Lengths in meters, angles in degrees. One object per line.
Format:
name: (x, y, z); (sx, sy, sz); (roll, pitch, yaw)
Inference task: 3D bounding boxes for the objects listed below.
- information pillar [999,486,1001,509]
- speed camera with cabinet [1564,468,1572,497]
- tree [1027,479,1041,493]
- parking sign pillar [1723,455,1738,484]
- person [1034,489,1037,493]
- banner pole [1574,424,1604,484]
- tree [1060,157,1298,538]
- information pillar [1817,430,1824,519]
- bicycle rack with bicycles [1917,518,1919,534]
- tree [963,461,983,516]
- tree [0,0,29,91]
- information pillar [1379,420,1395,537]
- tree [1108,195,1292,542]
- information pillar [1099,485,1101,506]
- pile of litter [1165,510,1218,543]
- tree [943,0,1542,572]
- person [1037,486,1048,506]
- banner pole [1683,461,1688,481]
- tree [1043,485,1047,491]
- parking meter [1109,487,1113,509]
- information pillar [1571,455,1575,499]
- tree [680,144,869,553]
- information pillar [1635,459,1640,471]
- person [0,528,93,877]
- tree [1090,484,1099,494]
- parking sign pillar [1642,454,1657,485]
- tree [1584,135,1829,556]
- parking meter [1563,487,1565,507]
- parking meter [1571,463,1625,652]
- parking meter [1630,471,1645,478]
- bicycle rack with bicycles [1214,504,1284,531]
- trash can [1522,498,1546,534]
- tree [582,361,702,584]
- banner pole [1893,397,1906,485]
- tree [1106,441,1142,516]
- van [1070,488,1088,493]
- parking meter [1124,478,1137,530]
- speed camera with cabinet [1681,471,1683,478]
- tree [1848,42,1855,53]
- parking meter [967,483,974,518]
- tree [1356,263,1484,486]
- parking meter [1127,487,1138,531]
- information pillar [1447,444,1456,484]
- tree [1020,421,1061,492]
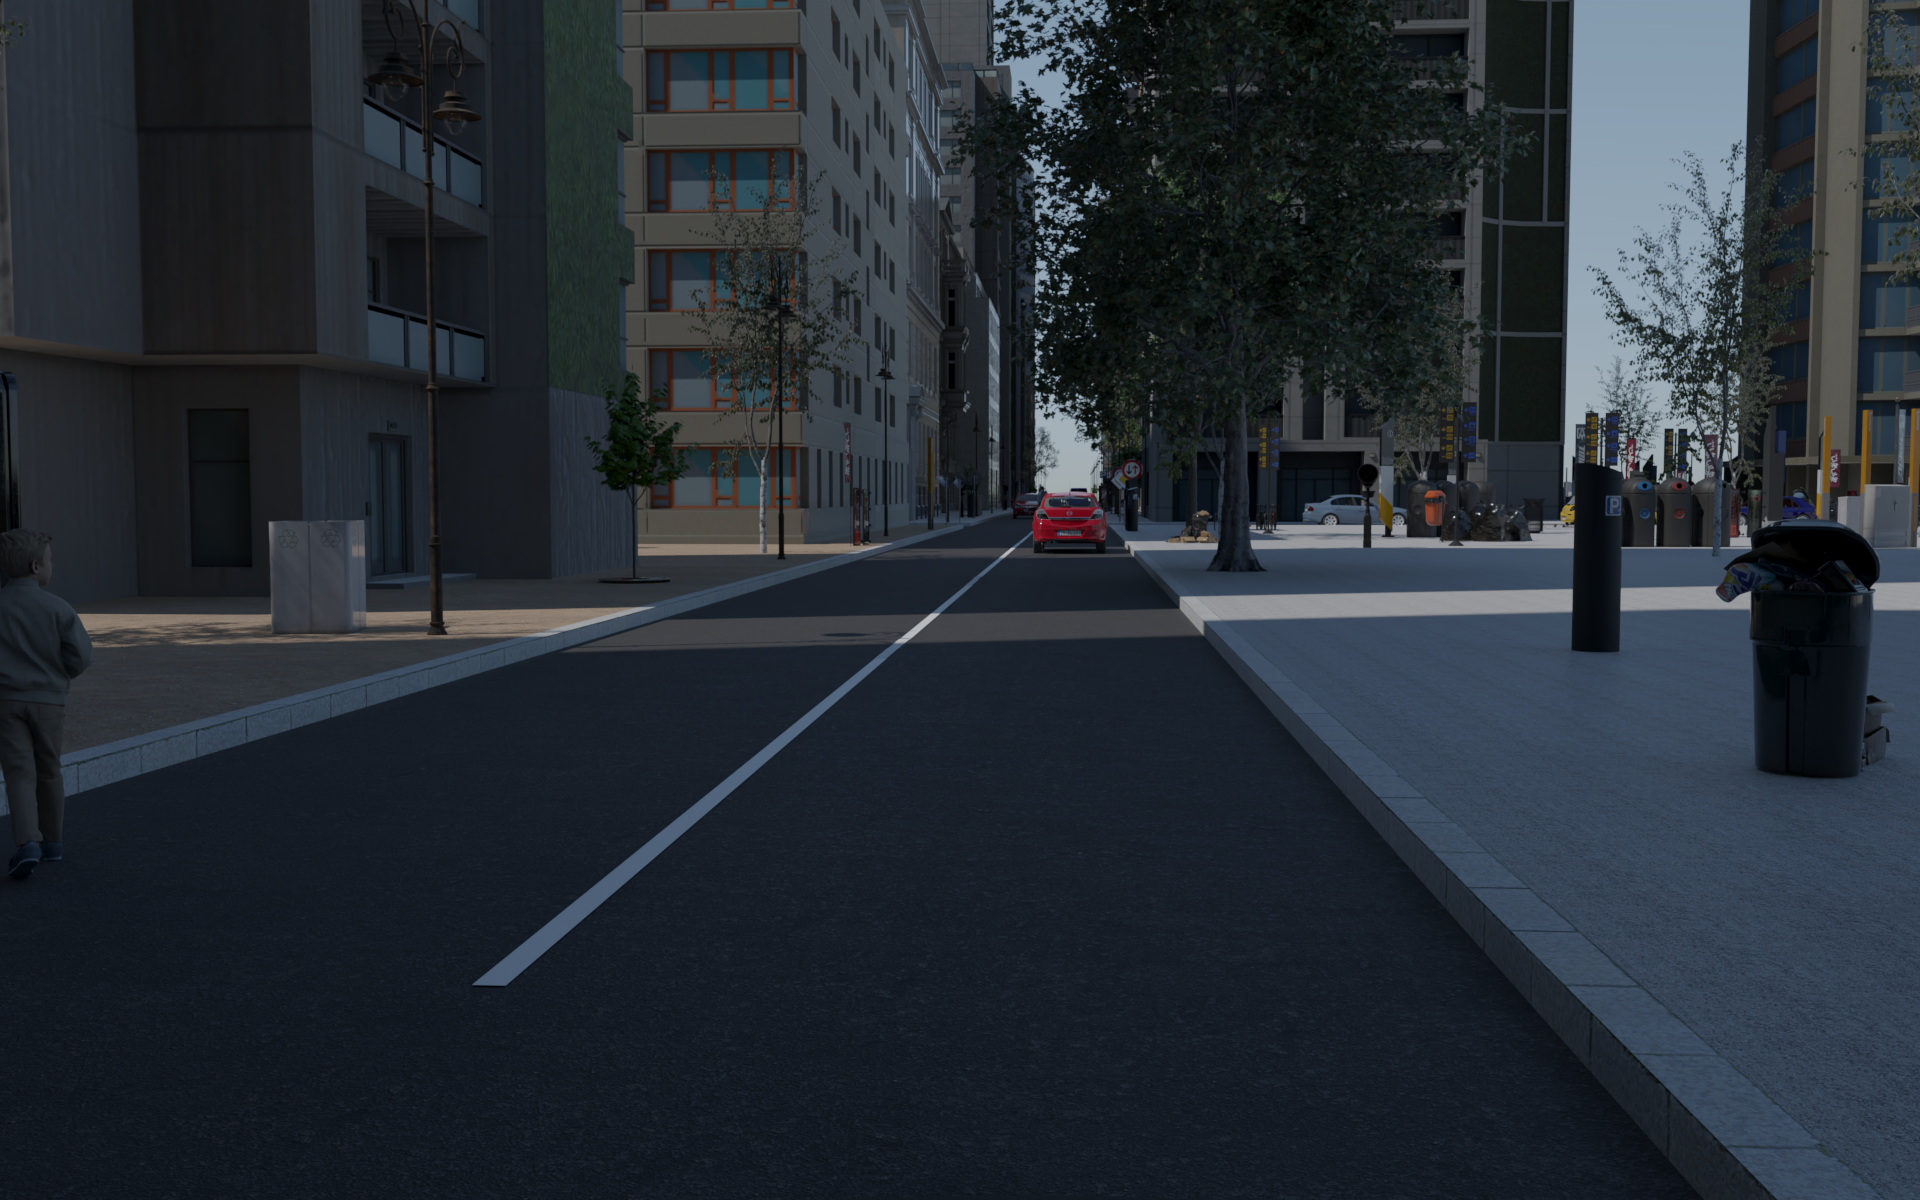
information pillar: (3.385, -9.051, 152.482); (0.304, 2.012, 0.304); (3, 5, 44)
speed camera with cabinet: (45.317, -8.191, 128.259); (0.660, 3.252, 2.038); (0, 4, 1)
tree: (8.846, -13.572, 216.496); (1.663, 3.219, 1.824); (0, 3, 0)
parking sign pillar: (48.038, -7.270, 107.338); (1.447, 3.967, 1.447); (-3, 5, -40)
person: (5.083, -6.681, 118.087); (0.721, 1.781, 0.623); (0, 4, -8)
banner pole: (19.668, -3.939, 54.414); (0.863, 3.779, 0.401); (-1, 4, -11)
tree: (6.952, -7.637, 50.614); (9.928, 11.665, 9.643); (0, 3, 0)
information pillar: (29.658, -4.171, 59.551); (0.504, 3.616, 0.183); (-3, 4, -36)
bicycle rack with bicycles: (30.115, -2.586, 55.669); (2.925, 0.926, 2.852); (1, 4, 15)
tree: (0.521, -6.532, 101.394); (1.663, 3.219, 1.824); (0, 3, 0)
tree: (-10.368, -3.920, 14.460); (4.360, 8.622, 3.978); (0, 3, 0)
information pillar: (12.633, -3.664, 51.269); (0.504, 3.616, 0.183); (-2, 4, -27)
tree: (5.799, -5.364, 38.059); (4.737, 8.622, 4.395); (0, 3, 0)
information pillar: (11.770, -8.566, 144.551); (0.304, 2.012, 0.304); (-1, 4, -12)
pile of litter: (6.244, -1.925, 45.440); (1.719, 0.858, 1.176); (3, 5, 45)
tree: (4.570, -6.833, 28.724); (9.611, 12.733, 9.660); (0, 3, 0)
person: (4.169, -4.759, 86.415); (0.679, 1.850, 0.850); (0, 4, -4)
banner pole: (47.898, -7.608, 114.403); (0.401, 3.779, 0.863); (3, 5, 41)
tree: (13.273, -17.780, 285.295); (1.663, 3.219, 1.824); (0, 3, 0)
parking meter: (12.523, -8.479, 144.345); (0.399, 1.863, 0.255); (1, 4, 12)
information pillar: (36.972, -6.891, 104.014); (0.504, 3.616, 0.183); (2, 4, 32)
tree: (-4.176, -5.331, 37.518); (4.360, 8.622, 3.978); (0, 3, 0)
information pillar: (45.339, -7.635, 116.187); (0.504, 3.616, 0.183); (2, 4, 28)
person: (-3.561, 0.378, 6.588); (0.475, 1.303, 0.640); (-2, 4, -31)
tree: (21.169, -17.002, 272.591); (1.663, 3.219, 1.824); (0, 3, 0)
parking sign pillar: (46.773, -7.893, 117.518); (1.447, 3.967, 1.447); (0, 4, -4)
tree: (15.417, -5.213, 35.600); (4.360, 8.622, 3.978); (0, 3, 0)
parking meter: (50.444, -8.516, 144.946); (0.255, 1.863, 0.399); (2, 4, 29)
parking meter: (5.212, -0.352, 14.160); (0.372, 1.533, 0.369); (0, 3, 0)
parking meter: (16.781, -2.278, 42.962); (0.255, 1.863, 0.399); (0, 4, 0)
bicycle rack with bicycles: (10.311, -2.950, 61.611); (2.852, 0.926, 2.925); (2, 4, 23)
trash can: (18.710, -2.743, 56.497); (0.748, 1.137, 0.748); (0, 3, 0)
tree: (-4.812, -1.861, 25.026); (1.663, 3.219, 1.824); (0, 3, 0)
banner pole: (24.329, -3.357, 44.899); (0.863, 3.779, 0.401); (-3, 5, -44)
tree: (10.185, -7.278, 102.701); (4.285, 4.588, 4.351); (0, 3, 0)
van: (11.810, -10.300, 172.793); (2.240, 2.365, 5.245); (0, 4, 3)
parking meter: (6.031, -3.391, 61.154); (0.399, 1.863, 0.255); (-2, 4, -24)
speed camera with cabinet: (49.898, -7.673, 119.787); (0.660, 3.252, 2.038); (3, 4, 38)
tree: (11.828, -4.171, 18.559); (4.360, 8.622, 3.978); (0, 3, 0)
parking meter: (0.577, -5.441, 94.674); (0.255, 1.863, 0.399); (2, 4, 25)
tree: (14.964, -6.457, 55.936); (4.360, 8.622, 3.978); (0, 3, 0)
parking meter: (5.937, -3.129, 59.574); (0.372, 1.533, 0.369); (0, 3, 0)
information pillar: (21.938, -5.241, 77.042); (0.504, 3.616, 0.183); (0, 4, -2)
tree: (9.080, -17.560, 221.513); (8.767, 10.594, 7.601); (1, 4, 17)
